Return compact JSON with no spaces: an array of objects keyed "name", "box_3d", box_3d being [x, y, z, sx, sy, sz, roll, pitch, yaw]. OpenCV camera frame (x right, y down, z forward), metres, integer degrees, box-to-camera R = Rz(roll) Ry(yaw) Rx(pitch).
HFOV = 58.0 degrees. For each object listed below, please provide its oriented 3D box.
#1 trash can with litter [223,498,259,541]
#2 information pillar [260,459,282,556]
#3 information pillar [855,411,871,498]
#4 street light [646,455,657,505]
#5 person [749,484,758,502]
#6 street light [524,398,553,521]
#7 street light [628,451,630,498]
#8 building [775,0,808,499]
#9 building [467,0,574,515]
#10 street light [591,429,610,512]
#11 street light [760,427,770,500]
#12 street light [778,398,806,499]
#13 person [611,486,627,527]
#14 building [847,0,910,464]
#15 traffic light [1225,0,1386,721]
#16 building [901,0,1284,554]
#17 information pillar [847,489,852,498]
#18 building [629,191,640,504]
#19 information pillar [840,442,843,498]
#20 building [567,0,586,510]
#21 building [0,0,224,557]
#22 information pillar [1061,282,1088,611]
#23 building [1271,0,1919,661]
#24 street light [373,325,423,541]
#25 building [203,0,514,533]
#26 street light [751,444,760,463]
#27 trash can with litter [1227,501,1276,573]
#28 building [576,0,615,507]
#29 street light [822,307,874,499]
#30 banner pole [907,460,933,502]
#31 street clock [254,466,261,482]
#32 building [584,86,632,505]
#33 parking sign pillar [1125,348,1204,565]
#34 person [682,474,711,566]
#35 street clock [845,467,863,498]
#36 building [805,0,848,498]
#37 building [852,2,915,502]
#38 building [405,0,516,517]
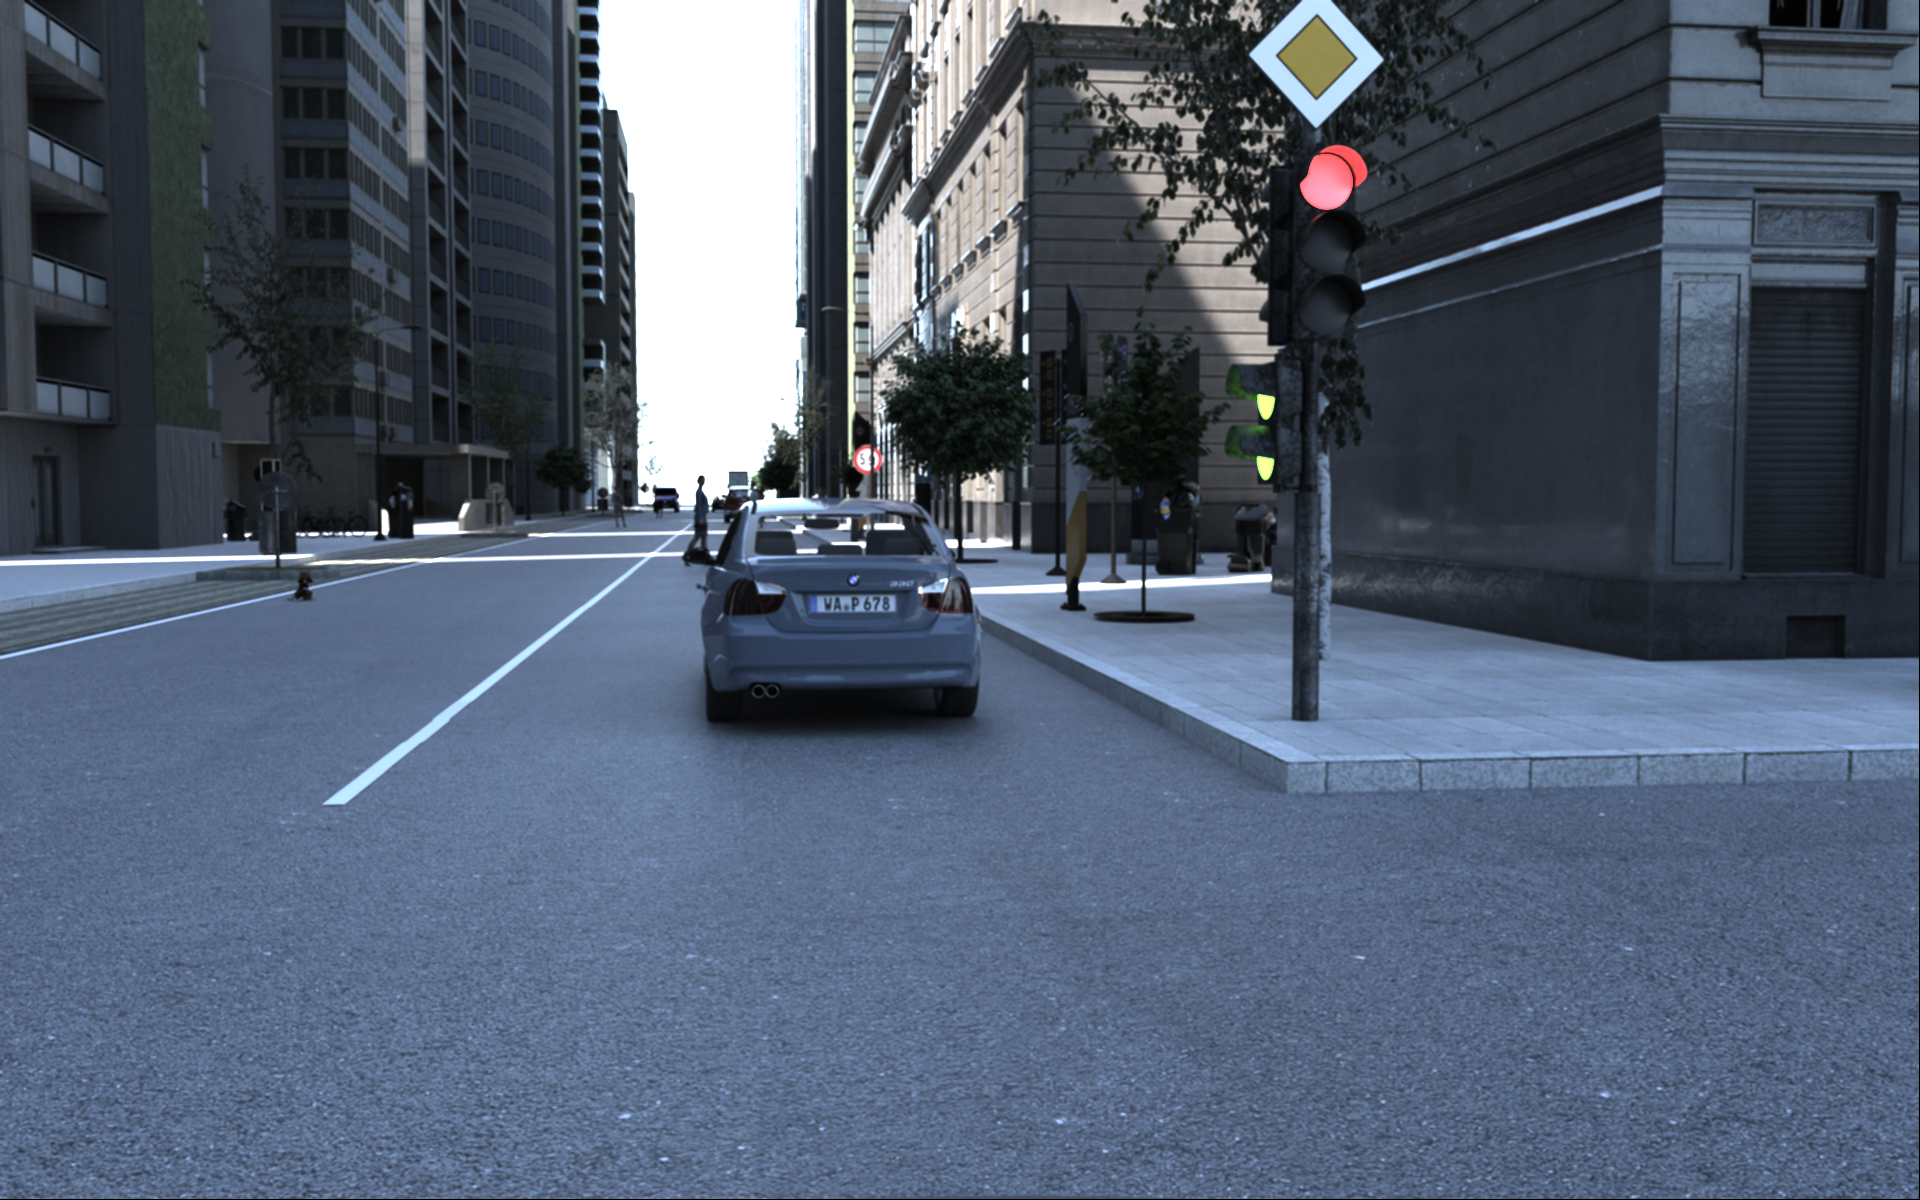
[{"name":"trash can with litter","box_3d":[-19.511,-2.190,47.200,1.055,1.170,0.624,-3,5,-40]},{"name":"information pillar","box_3d":[-14.408,-1.942,36.248,0.304,2.012,0.304,0,4,5]},{"name":"information pillar","box_3d":[-2.746,-3.523,48.959,0.504,3.616,0.183,-1,4,-16]},{"name":"street light","box_3d":[-36.783,-14.326,206.763,1.470,5.913,1.316,0,4,-8]},{"name":"person","box_3d":[-8.699,-3.968,73.244,0.748,1.841,0.638,3,5,40]},{"name":"street light","box_3d":[-20.392,-6.809,83.868,1.470,5.913,1.316,0,4,-8]},{"name":"street light","box_3d":[-31.395,-11.895,167.024,1.470,5.913,1.316,0,4,-8]},{"name":"building","box_3d":[-12.879,-55.931,227.138,22.319,86.520,31.000,0,4,-8]},{"name":"building","box_3d":[-38.005,-35.058,115.191,21.231,58.520,28.212,0,4,-8]},{"name":"street light","box_3d":[-25.554,-9.210,123.132,1.470,5.913,1.316,0,4,-8]},{"name":"street light","box_3d":[-12.894,-9.014,119.925,1.470,5.913,1.316,0,4,-8]},{"name":"street light","box_3d":[-8.053,-6.791,83.571,1.470,5.913,1.316,0,4,-8]},{"name":"person","box_3d":[-14.737,-4.037,74.842,0.599,1.781,0.374,1,4,15]},{"name":"building","box_3d":[0.689,-25.186,95.380,14.154,41.232,14.086,0,4,-8]},{"name":"traffic light","box_3d":[1.942,-1.272,9.726,0.839,4.253,0.868,0,4,-8]},{"name":"building","box_3d":[5.526,-15.403,49.099,12.463,27.353,25.104,0,4,-8]},{"name":"information pillar","box_3d":[-4.027,-3.698,64.954,0.304,2.012,0.304,3,5,41]},{"name":"building","box_3d":[-49.632,-33.209,226.556,14.154,41.232,14.086,0,4,-8]},{"name":"information pillar","box_3d":[-5.321,-5.290,77.841,0.183,3.616,0.504,-1,4,-10]},{"name":"building","box_3d":[-37.581,-27.735,137.069,14.154,41.232,14.086,0,4,-8]},{"name":"building","box_3d":[-25.176,-21.555,36.025,14.154,41.232,14.086,0,4,-8]},{"name":"information pillar","box_3d":[1.274,-1.691,19.003,0.183,3.616,0.504,-1,4,-14]},{"name":"building","box_3d":[13.509,-10.354,18.439,18.267,20.994,9.793,0,4,-8]},{"name":"street light","box_3d":[-15.452,-4.593,47.629,1.470,5.913,1.316,0,4,-8]},{"name":"building","box_3d":[-33.681,-22.647,62.154,32.217,40.220,23.993,0,4,-8]},{"name":"street light","box_3d":[-18.275,-11.470,160.082,1.470,5.913,1.316,0,4,-8]},{"name":"trash can with litter","box_3d":[4.792,-1.053,28.601,0.624,1.170,1.055,2,4,24]},{"name":"building","box_3d":[-47.389,-53.056,180.138,22.319,86.520,31.000,0,4,-8]},{"name":"street light","box_3d":[-2.736,-4.325,43.263,1.470,5.913,1.316,0,4,-8]},{"name":"banner pole","box_3d":[-1.135,-3.423,45.979,0.863,3.779,0.401,0,4,2]},{"name":"street clock","box_3d":[-17.477,-2.386,43.587,0.471,2.002,0.358,0,4,-2]},{"name":"building","box_3d":[-50.889,-35.695,207.314,21.300,48.544,21.600,0,4,-8]},{"name":"parking sign pillar","box_3d":[3.768,-2.647,31.756,1.447,3.967,1.447,-3,4,-36]},{"name":"person","box_3d":[-5.222,-1.596,34.610,0.654,1.822,0.581,1,4,14]},{"name":"street clock","box_3d":[-2.820,-2.549,46.240,0.471,2.002,0.358,-1,4,-9]},{"name":"building","box_3d":[-2.344,-36.857,144.618,21.231,58.520,28.212,0,4,-8]},{"name":"building","box_3d":[2.918,-14.184,73.713,13.314,21.916,24.055,0,4,-8]},{"name":"building","box_3d":[-34.814,-39.902,90.647,20.563,71.187,20.611,0,4,-8]}]
